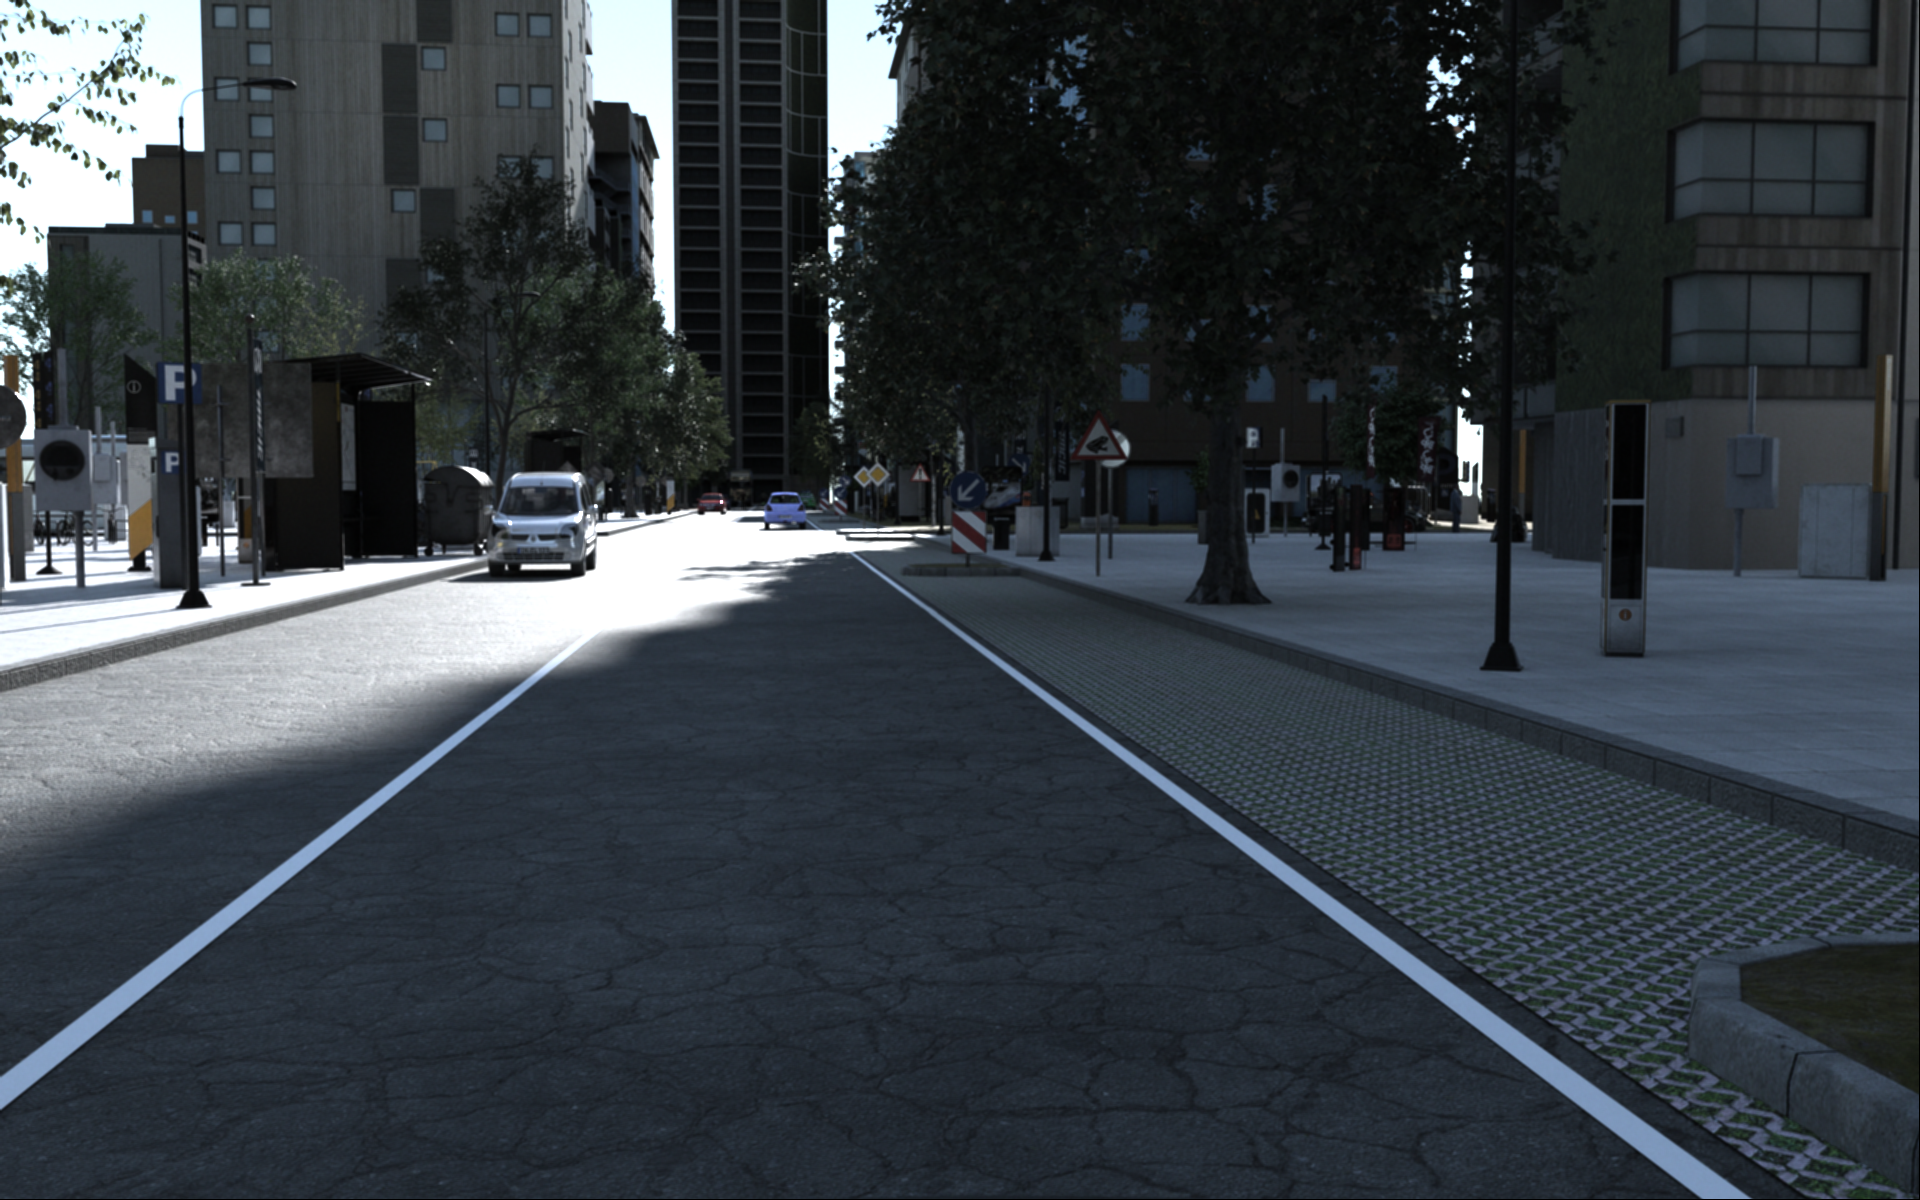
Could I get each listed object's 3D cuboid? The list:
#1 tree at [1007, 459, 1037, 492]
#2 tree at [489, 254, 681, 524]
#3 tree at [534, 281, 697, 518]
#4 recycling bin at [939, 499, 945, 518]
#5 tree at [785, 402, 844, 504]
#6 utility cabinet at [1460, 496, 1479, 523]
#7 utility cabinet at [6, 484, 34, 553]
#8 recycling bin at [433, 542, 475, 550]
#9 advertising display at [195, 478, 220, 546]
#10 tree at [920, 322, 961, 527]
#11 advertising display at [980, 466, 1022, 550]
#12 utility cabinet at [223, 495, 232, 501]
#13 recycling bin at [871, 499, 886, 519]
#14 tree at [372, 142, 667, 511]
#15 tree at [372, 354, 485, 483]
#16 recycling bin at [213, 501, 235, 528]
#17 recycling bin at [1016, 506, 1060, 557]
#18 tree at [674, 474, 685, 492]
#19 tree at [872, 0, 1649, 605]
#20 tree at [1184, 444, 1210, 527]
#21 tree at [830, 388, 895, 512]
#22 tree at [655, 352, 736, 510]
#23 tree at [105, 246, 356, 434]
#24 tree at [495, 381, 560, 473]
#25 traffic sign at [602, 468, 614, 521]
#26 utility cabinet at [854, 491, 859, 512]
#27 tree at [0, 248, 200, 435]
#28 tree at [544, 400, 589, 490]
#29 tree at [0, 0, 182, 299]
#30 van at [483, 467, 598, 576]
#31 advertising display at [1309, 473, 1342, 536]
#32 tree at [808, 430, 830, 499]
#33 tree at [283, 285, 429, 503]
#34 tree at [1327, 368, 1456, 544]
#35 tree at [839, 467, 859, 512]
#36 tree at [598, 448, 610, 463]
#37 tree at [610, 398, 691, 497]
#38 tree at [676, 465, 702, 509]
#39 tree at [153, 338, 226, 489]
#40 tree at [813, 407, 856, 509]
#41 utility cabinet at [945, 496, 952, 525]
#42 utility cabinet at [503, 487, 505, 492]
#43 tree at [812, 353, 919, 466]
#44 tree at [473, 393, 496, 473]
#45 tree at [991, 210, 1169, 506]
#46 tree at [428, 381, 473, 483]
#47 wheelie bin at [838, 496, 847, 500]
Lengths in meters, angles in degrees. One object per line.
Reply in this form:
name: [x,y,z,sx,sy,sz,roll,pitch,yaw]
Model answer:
tree: [2.553,-5.204,79.686,1.663,3.219,1.824,0,3,0]
tree: [-16.208,-9.138,75.169,9.928,11.665,9.643,0,3,0]
tree: [-17.725,-10.715,92.202,9.611,12.733,9.660,0,3,0]
recycling bin: [-0.938,-4.844,91.756,0.722,1.027,0.722,-1,4,-17]
tree: [-17.905,-18.031,212.936,7.486,12.596,7.792,0,3,0]
utility cabinet: [22.119,-3.946,75.678,1.020,1.237,0.306,0,4,-6]
utility cabinet: [-20.610,-1.753,37.348,0.318,1.500,1.173,2,4,26]
recycling bin: [-12.122,-1.769,41.481,0.722,1.027,0.722,2,4,35]
advertising display: [-18.618,-2.270,42.331,0.974,1.923,0.123,-3,4,-39]
tree: [-0.802,-7.205,68.168,4.360,8.622,3.978,0,3,0]
advertising display: [0.947,-2.119,39.863,0.974,1.923,0.123,-1,4,-9]
utility cabinet: [-42.706,-5.465,100.521,1.020,1.237,0.306,0,4,4]
recycling bin: [-4.295,-4.798,91.001,0.722,1.027,0.722,0,4,-7]
tree: [-12.112,-6.824,45.982,7.601,10.594,8.767,1,4,22]
tree: [-27.050,-8.524,89.737,4.737,8.622,4.395,0,3,0]
recycling bin: [-27.903,-3.247,65.647,0.722,1.027,0.722,-1,4,-17]
recycling bin: [1.607,-1.422,35.804,0.722,1.027,0.722,2,4,26]
tree: [-21.719,-8.267,129.765,1.663,3.219,1.824,0,3,0]
tree: [3.045,-6.303,20.067,9.611,12.733,9.660,0,3,0]
tree: [9.512,-4.435,67.109,1.663,3.219,1.824,0,3,0]
tree: [-4.791,-9.049,98.313,4.737,8.622,4.395,0,3,0]
tree: [-21.855,-13.449,138.014,7.486,12.596,7.792,0,3,0]
tree: [-29.263,-8.937,71.868,9.928,11.665,9.643,0,3,0]
tree: [-27.973,-9.992,113.737,4.360,8.622,3.978,0,3,0]
traffic sign: [-17.025,-5.086,83.263,0.768,2.556,0.104,0,4,-5]
utility cabinet: [-6.896,-6.862,120.867,0.318,1.500,1.173,2,4,34]
tree: [-37.610,-8.997,72.863,9.928,11.665,9.643,0,3,0]
tree: [-26.571,-10.340,119.427,4.737,8.622,4.395,0,3,0]
tree: [-8.376,-3.826,12.924,4.360,8.622,3.978,0,3,0]
van: [-7.567,-1.499,31.526,2.013,2.044,4.112,0,4,-8]
advertising display: [11.058,-2.889,52.451,0.974,1.923,0.123,0,4,7]
tree: [-13.617,-14.226,182.952,4.737,8.622,4.395,0,3,0]
tree: [-22.281,-6.835,62.122,4.360,8.622,3.978,0,3,0]
tree: [11.220,-3.752,45.058,4.285,4.588,4.351,0,3,0]
tree: [-7.675,-7.858,123.076,1.663,3.219,1.824,0,3,0]
tree: [-27.305,-10.894,128.475,4.360,8.622,3.978,0,3,0]
tree: [-19.018,-9.752,109.805,4.360,8.622,3.978,0,3,0]
tree: [-24.217,-10.245,151.225,4.285,4.588,4.351,0,3,0]
tree: [-36.271,-8.093,82.684,4.737,8.622,4.395,0,3,0]
tree: [-10.573,-11.985,146.317,4.360,8.622,3.978,0,3,0]
utility cabinet: [-0.470,-3.673,71.213,0.306,1.237,1.020,0,3,0]
utility cabinet: [-13.118,-2.656,52.098,1.173,1.500,0.318,-1,4,-18]
tree: [-5.460,-10.497,106.038,7.601,10.594,8.767,1,4,8]
tree: [-32.693,-10.286,118.537,4.360,8.622,3.978,0,3,0]
tree: [2.090,-5.282,36.730,4.737,8.622,4.395,0,3,0]
tree: [-29.751,-8.839,94.884,4.360,8.622,3.978,0,3,0]
wheelie bin: [-8.453,-7.136,124.582,0.693,1.594,0.980,-1,4,-9]
